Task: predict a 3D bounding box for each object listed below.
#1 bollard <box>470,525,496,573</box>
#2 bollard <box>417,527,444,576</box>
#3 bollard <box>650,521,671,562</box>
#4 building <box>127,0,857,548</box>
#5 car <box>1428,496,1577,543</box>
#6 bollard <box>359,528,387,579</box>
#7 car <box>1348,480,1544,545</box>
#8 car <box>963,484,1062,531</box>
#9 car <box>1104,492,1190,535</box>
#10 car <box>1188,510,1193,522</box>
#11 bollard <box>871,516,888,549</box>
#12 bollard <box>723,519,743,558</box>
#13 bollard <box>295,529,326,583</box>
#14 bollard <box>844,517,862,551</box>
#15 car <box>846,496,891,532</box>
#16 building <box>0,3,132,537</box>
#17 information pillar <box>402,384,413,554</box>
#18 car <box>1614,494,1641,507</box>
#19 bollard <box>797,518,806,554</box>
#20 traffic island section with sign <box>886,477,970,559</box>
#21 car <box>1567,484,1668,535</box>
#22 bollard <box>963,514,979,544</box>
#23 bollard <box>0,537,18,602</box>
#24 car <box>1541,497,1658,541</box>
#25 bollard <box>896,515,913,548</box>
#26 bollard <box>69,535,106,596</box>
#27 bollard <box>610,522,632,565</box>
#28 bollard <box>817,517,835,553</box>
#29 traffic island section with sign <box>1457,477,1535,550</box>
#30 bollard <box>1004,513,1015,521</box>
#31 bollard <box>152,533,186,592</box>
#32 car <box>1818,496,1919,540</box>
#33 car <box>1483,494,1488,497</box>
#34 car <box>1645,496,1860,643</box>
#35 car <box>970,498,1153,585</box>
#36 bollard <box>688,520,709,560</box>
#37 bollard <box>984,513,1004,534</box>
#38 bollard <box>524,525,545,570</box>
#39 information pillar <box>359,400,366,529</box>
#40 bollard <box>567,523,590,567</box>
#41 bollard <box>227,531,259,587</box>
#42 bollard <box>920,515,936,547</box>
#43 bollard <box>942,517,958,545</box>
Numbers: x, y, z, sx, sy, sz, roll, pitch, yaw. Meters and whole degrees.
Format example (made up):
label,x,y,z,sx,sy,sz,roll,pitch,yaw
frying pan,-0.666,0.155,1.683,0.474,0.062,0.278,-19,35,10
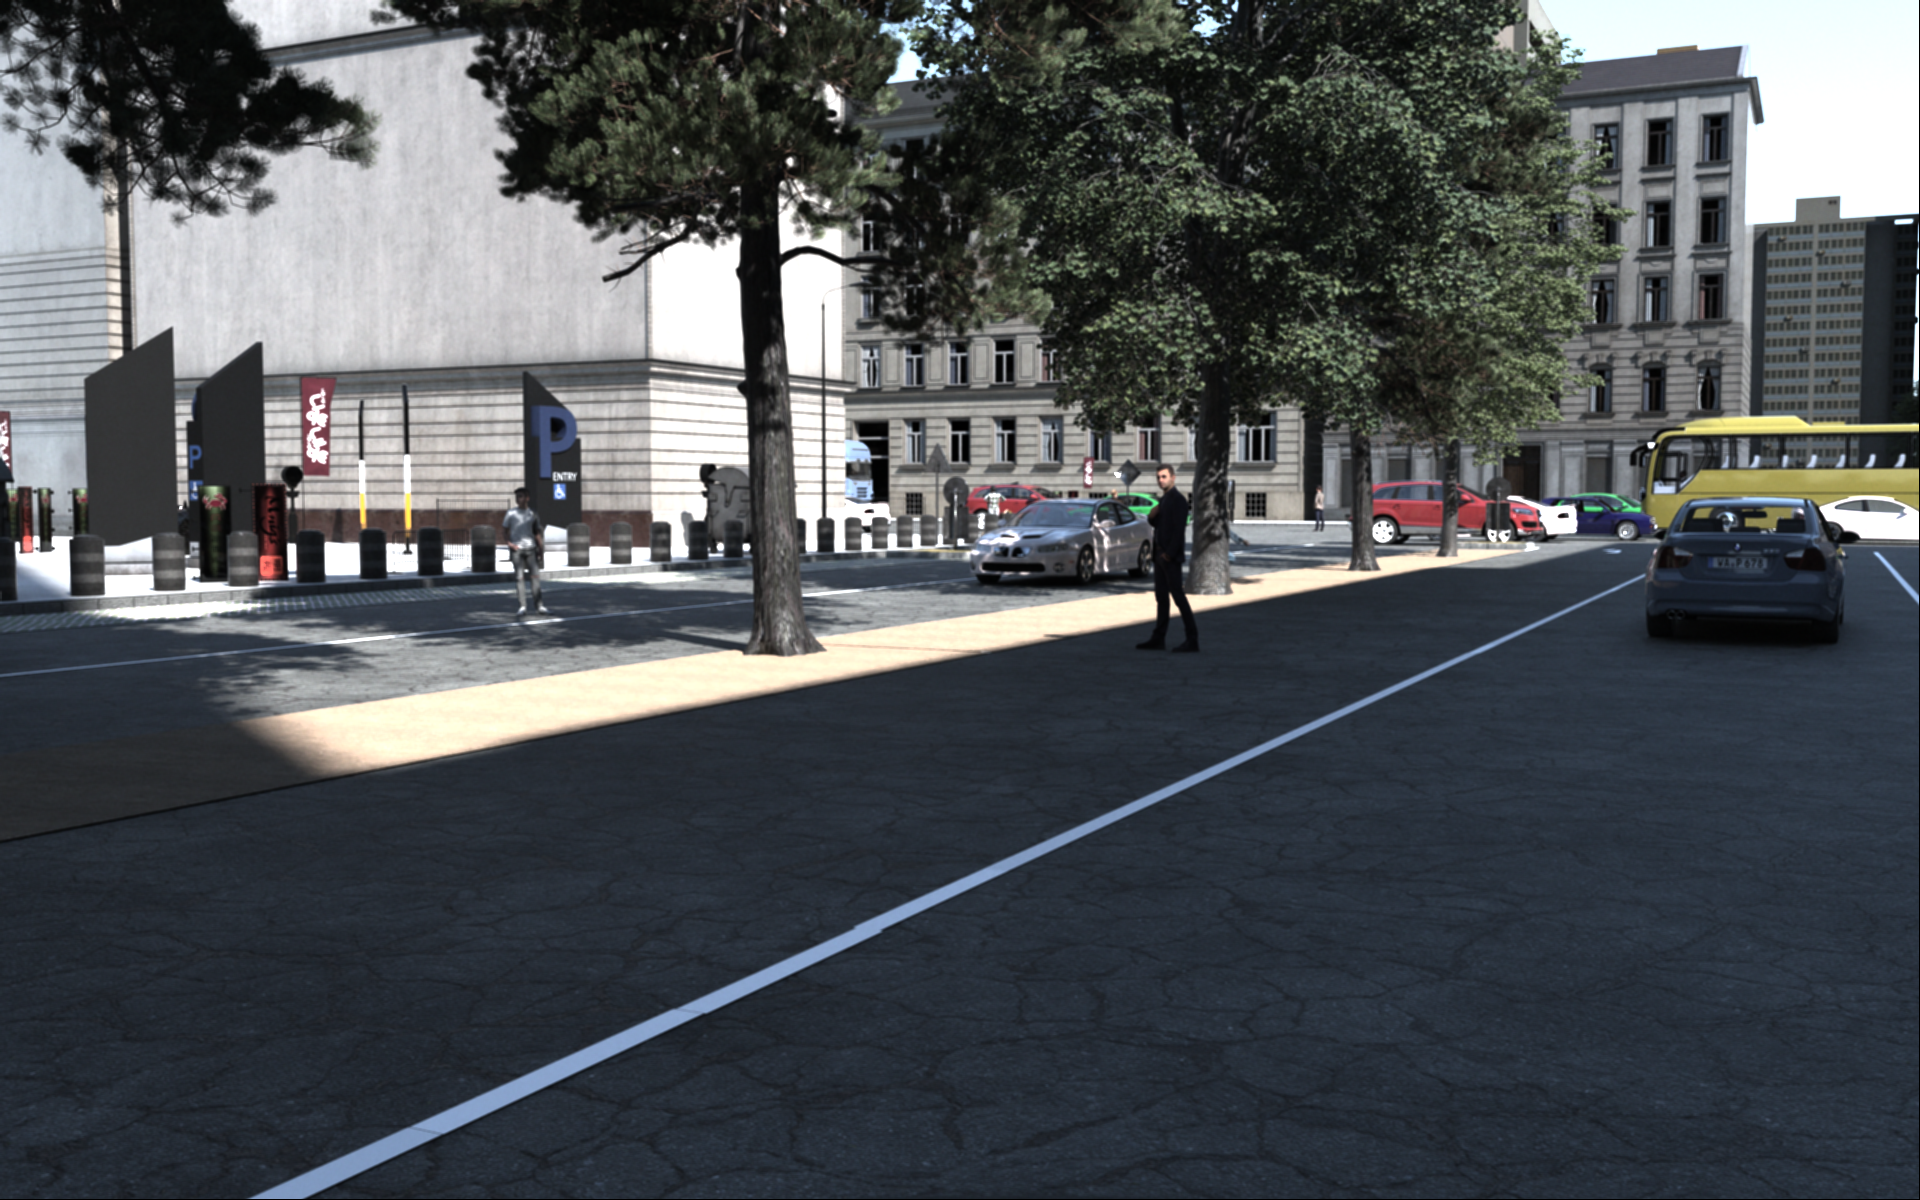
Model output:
label,x,y,z,sx,sy,sz,roll,pitch,yaw
bollard,-7.804,-0.834,28.350,0.404,0.777,0.398,0,3,0
bollard,-8.344,-0.768,27.276,0.404,0.777,0.398,0,3,0
bollard,-5.651,-1.099,32.678,0.404,0.777,0.398,0,3,0
building,-13.311,-11.262,48.769,19.286,19.102,10.561,2,4,26
car,16.121,-2.449,52.402,4.827,1.381,2.083,2,4,28
bollard,-8.879,-0.702,26.199,0.404,0.777,0.398,0,3,0
car,13.624,-2.447,48.686,5.304,1.827,2.281,2,4,26
car,2.646,-3.616,67.800,5.304,1.827,2.281,2,4,27
car,5.858,-3.261,62.118,4.718,1.807,1.959,2,4,28
car,7.978,-3.995,77.113,4.920,1.459,2.131,2,4,28
bollard,-1.866,-1.563,40.272,0.404,0.777,0.398,0,3,0
bollard,-4.564,-1.232,34.854,0.404,0.777,0.398,0,3,0
bollard,-9.417,-0.636,25.115,0.404,0.777,0.398,0,3,0
bollard,-2.414,-1.496,39.172,0.404,0.777,0.398,0,3,0
car,-4.956,-3.244,65.407,4.827,1.381,2.083,2,4,27
building,-30.742,-12.793,58.316,18.267,20.994,9.793,2,4,26
information pillar,-11.751,-2.778,36.771,0.183,3.616,0.504,-1,4,-22
car,23.859,-3.271,65.276,4.920,1.459,2.131,2,4,25
bollard,-3.489,-1.364,37.014,0.404,0.777,0.398,0,3,0
traffic island section with sign,-0.330,-1.858,39.009,1.989,1.847,2.006,2,4,26
car,23.072,-3.245,61.851,4.718,1.807,1.959,2,4,26
bollard,0.288,-1.827,44.589,0.404,0.777,0.398,0,3,0
bollard,-11.562,-0.373,20.810,0.404,0.777,0.398,0,3,0
car,19.666,-2.538,54.084,3.894,1.354,1.945,2,4,27
bollard,-1.323,-1.629,41.357,0.404,0.777,0.398,0,3,0
bollard,-11.029,-0.439,21.887,0.404,0.777,0.398,0,3,0
bollard,-6.187,-1.033,31.602,0.404,0.777,0.398,0,3,0
bollard,-2.953,-1.430,38.090,0.404,0.777,0.398,0,3,0
traffic island section with sign,14.120,-2.304,45.803,2.006,1.907,1.989,2,4,26
bollard,1.362,-1.959,46.751,0.404,0.777,0.398,0,3,0
bollard,-10.487,-0.504,22.961,0.404,0.777,0.398,0,3,0
car,26.465,-2.284,49.707,4.827,1.381,2.083,2,4,28
car,18.733,-3.162,61.486,2.009,1.686,4.222,2,4,27
car,8.306,-0.378,18.183,2.014,1.417,4.499,2,4,28
car,1.803,-1.016,28.980,2.083,1.381,4.827,2,4,25
bollard,-5.107,-1.165,33.766,0.404,0.777,0.398,0,3,0
bollard,0.830,-1.893,45.673,0.404,0.777,0.398,0,3,0
bollard,-7.263,-0.900,29.431,0.404,0.777,0.398,0,3,0
information pillar,-14.785,-3.151,42.869,0.183,3.616,0.504,-1,4,-13
bollard,-6.724,-0.966,30.519,0.404,0.777,0.398,0,3,0
bollard,-9.954,-0.570,24.040,0.404,0.777,0.398,0,3,0
bollard,-0.786,-1.695,42.438,0.404,0.777,0.398,0,3,0
bollard,-0.249,-1.761,43.513,0.404,0.777,0.398,0,3,0
